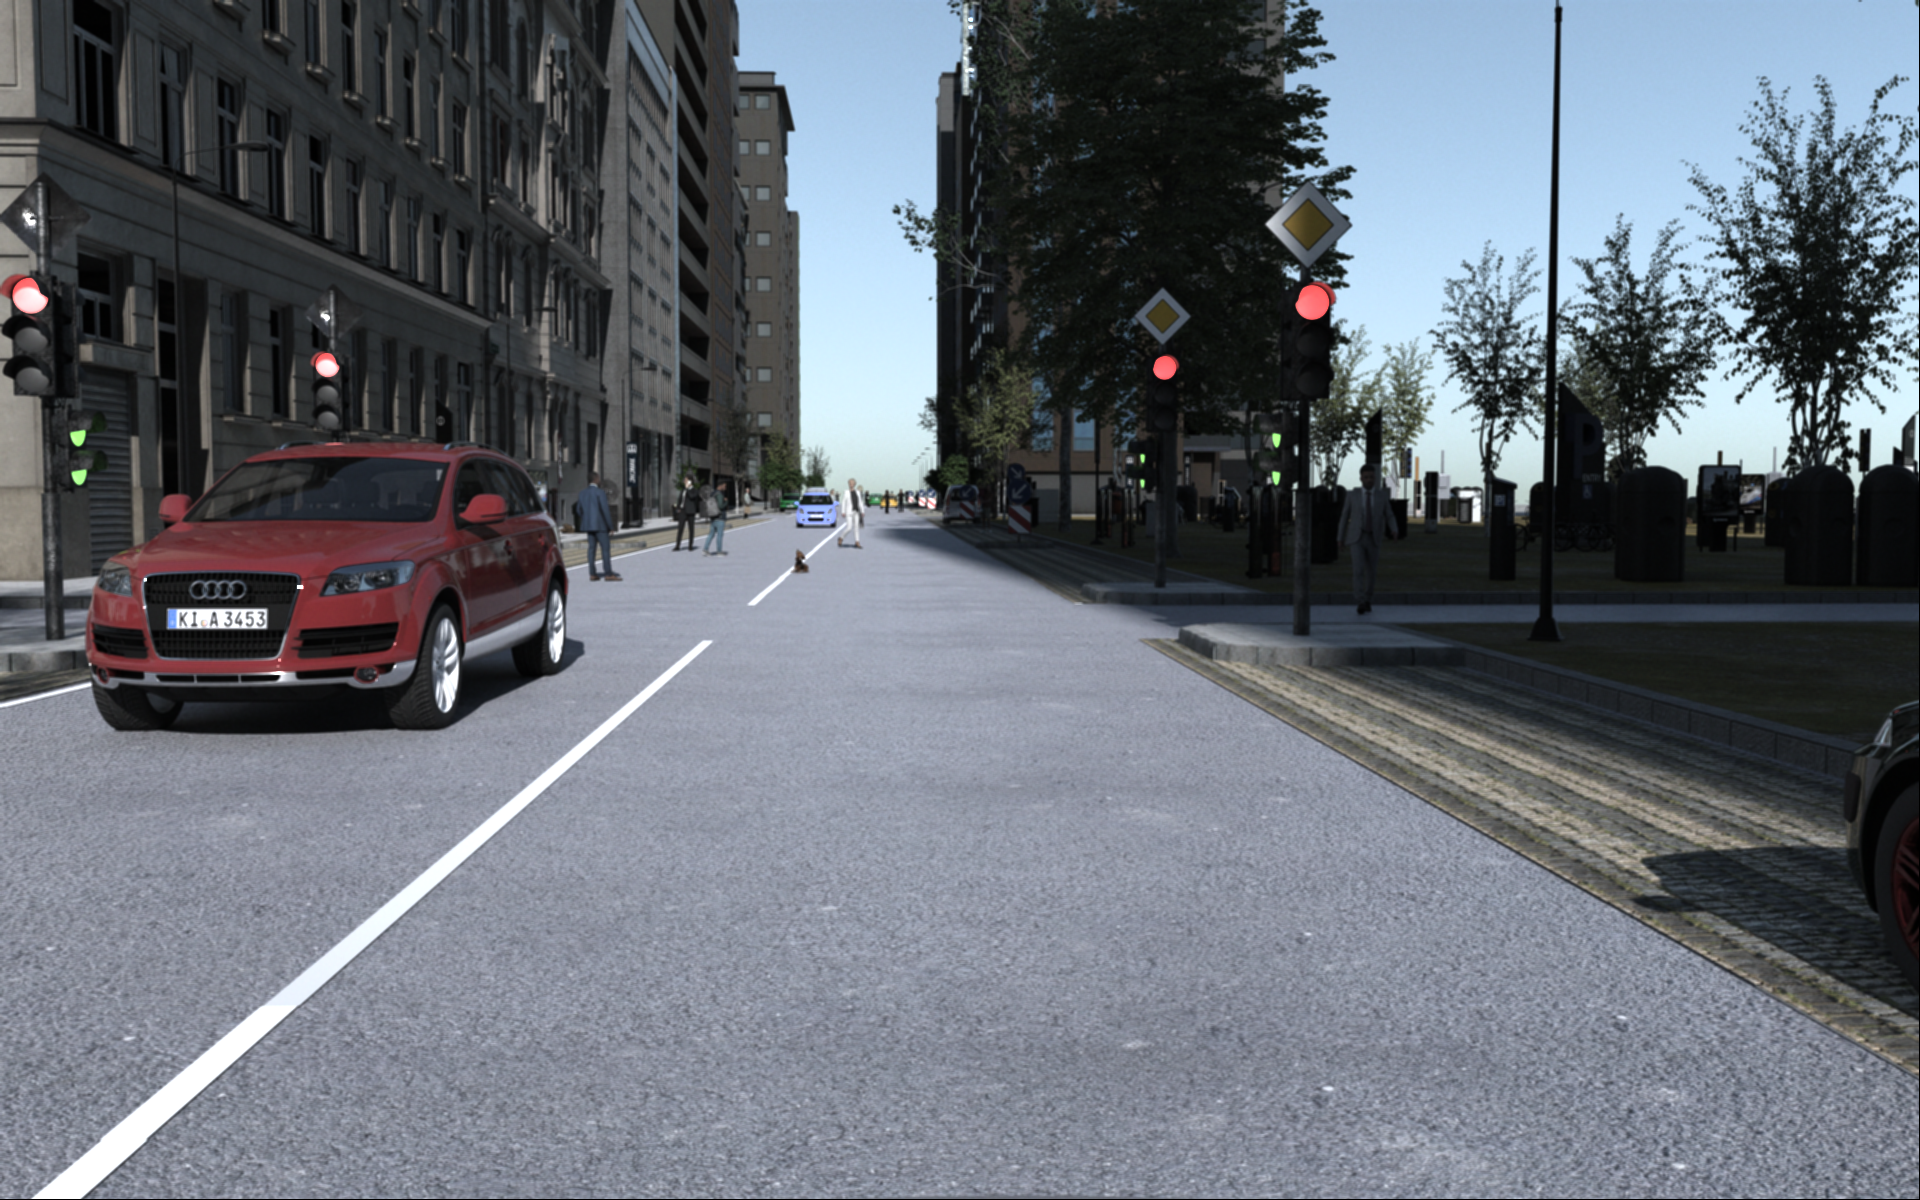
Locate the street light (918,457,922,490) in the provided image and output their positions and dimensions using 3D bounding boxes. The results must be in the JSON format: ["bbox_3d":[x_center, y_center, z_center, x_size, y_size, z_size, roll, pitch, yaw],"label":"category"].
[{"bbox_3d":[-3.755,-13.763,197.566,1.470,5.913,1.316,0,4,-3],"label":"street light"}]

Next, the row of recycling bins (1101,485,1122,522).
[{"bbox_3d":[6.985,-4.462,80.068,1.069,1.692,3.534,1,4,9],"label":"row of recycling bins"}]

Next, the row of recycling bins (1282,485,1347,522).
[{"bbox_3d":[16.119,-4.424,79.449,3.534,1.692,1.069,3,4,39],"label":"row of recycling bins"}]

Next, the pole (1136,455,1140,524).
[{"bbox_3d":[7.619,-4.904,74.028,0.158,3.312,0.155,0,3,0],"label":"pole"}]

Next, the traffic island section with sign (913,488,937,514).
[{"bbox_3d":[-2.164,-7.032,123.596,1.989,1.847,2.006,0,4,-3],"label":"traffic island section with sign"}]

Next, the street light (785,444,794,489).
[{"bbox_3d":[-16.094,-11.548,161.347,1.470,5.913,1.316,0,4,-3],"label":"street light"}]

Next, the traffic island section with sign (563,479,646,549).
[{"bbox_3d":[-9.427,-2.294,46.134,1.989,1.847,2.006,0,4,-3],"label":"traffic island section with sign"}]

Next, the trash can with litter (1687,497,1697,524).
[{"bbox_3d":[31.205,-3.822,73.871,0.624,1.170,1.055,3,5,39],"label":"trash can with litter"}]

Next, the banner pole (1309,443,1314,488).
[{"bbox_3d":[16.992,-5.768,84.321,0.401,3.779,0.863,-3,4,-37],"label":"banner pole"}]

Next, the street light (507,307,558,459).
[{"bbox_3d":[-10.656,-4.313,43.066,1.470,5.913,1.316,0,4,-3],"label":"street light"}]

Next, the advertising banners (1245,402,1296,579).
[{"bbox_3d":[4.890,-1.880,26.920,0.090,3.025,2.074,2,4,32],"label":"advertising banners"}]

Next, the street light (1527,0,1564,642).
[{"bbox_3d":[4.612,-2.599,15.042,1.470,5.913,1.316,0,4,-3],"label":"street light"}]

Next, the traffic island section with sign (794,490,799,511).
[{"bbox_3d":[-14.165,-8.595,149.161,1.989,1.847,2.006,0,4,-3],"label":"traffic island section with sign"}]

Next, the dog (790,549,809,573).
[{"bbox_3d":[-3.001,-0.709,31.781,0.550,0.427,0.748,2,4,26],"label":"dog"}]

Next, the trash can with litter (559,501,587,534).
[{"bbox_3d":[-12.527,-2.764,56.575,0.624,1.170,1.055,3,4,38],"label":"trash can with litter"}]

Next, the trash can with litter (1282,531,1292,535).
[{"bbox_3d":[9.809,-2.633,54.107,1.678,1.210,2.233,1,4,14],"label":"trash can with litter"}]

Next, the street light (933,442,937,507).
[{"bbox_3d":[-1.748,-11.142,154.708,1.470,5.913,1.316,0,4,-3],"label":"street light"}]

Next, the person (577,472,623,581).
[{"bbox_3d":[-5.987,-1.218,28.595,0.721,1.800,0.419,1,4,20],"label":"person"}]

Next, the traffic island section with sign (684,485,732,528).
[{"bbox_3d":[-10.654,-3.941,73.062,1.989,1.847,2.006,0,4,-3],"label":"traffic island section with sign"}]

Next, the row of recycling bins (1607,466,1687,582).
[{"bbox_3d":[10.657,-1.200,26.740,1.069,1.692,3.534,1,4,22],"label":"row of recycling bins"}]

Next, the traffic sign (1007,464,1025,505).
[{"bbox_3d":[2.355,-4.429,72.512,0.768,2.556,0.104,0,4,1],"label":"traffic sign"}]

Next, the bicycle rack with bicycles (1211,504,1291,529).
[{"bbox_3d":[11.001,-3.171,65.230,2.925,0.926,2.852,1,4,12],"label":"bicycle rack with bicycles"}]

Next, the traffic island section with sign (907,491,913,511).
[{"bbox_3d":[-3.406,-8.685,150.621,1.989,1.847,2.006,0,4,-3],"label":"traffic island section with sign"}]

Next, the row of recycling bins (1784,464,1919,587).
[{"bbox_3d":[13.451,-1.041,24.128,3.534,1.692,1.069,1,4,11],"label":"row of recycling bins"}]

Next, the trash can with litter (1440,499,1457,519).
[{"bbox_3d":[25.458,-4.821,89.887,2.233,1.210,1.678,2,4,30],"label":"trash can with litter"}]

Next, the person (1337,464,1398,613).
[{"bbox_3d":[4.904,-0.740,20.878,0.678,1.792,0.850,0,4,5],"label":"person"}]

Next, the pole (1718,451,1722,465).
[{"bbox_3d":[35.890,-5.384,81.866,0.158,3.312,0.155,0,3,0],"label":"pole"}]

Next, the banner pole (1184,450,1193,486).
[{"bbox_3d":[12.925,-6.585,97.685,0.401,3.779,0.863,-2,4,-34],"label":"banner pole"}]

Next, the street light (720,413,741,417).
[{"bbox_3d":[-13.280,-7.760,99.422,1.470,5.913,1.316,0,4,-3],"label":"street light"}]

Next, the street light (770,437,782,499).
[{"bbox_3d":[-15.325,-10.317,141.221,1.470,5.913,1.316,0,4,-3],"label":"street light"}]

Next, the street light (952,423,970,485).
[{"bbox_3d":[0.039,-8.655,114.047,1.470,5.913,1.316,0,4,-3],"label":"street light"}]

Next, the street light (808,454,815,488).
[{"bbox_3d":[-18.090,-14.071,202.595,1.470,5.913,1.316,0,4,-3],"label":"street light"}]

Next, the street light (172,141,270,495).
[{"bbox_3d":[-9.790,-3.083,22.945,1.470,5.913,1.316,0,4,-3],"label":"street light"}]

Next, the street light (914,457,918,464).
[{"bbox_3d":[-4.736,-15.017,218.075,1.470,5.913,1.316,0,4,-3],"label":"street light"}]

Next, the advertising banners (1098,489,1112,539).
[{"bbox_3d":[4.346,-3.329,50.612,0.090,3.025,2.074,1,4,20],"label":"advertising banners"}]

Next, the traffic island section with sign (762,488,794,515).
[{"bbox_3d":[-12.900,-6.912,121.639,1.989,1.847,2.006,0,4,-3],"label":"traffic island section with sign"}]

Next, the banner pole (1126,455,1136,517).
[{"bbox_3d":[9.732,-6.586,97.697,0.863,3.779,0.401,0,4,-5],"label":"banner pole"}]

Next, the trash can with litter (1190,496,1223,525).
[{"bbox_3d":[10.697,-3.797,73.139,1.678,1.210,2.233,-1,4,-14],"label":"trash can with litter"}]

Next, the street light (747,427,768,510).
[{"bbox_3d":[-14.237,-9.061,120.681,1.470,5.913,1.316,0,4,-3],"label":"street light"}]

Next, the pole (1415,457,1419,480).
[{"bbox_3d":[25.112,-6.199,95.203,0.158,3.312,0.155,0,3,0],"label":"pole"}]

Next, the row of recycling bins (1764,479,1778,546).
[{"bbox_3d":[20.098,-2.095,41.366,1.069,1.692,3.534,1,4,12],"label":"row of recycling bins"}]

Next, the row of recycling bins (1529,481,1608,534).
[{"bbox_3d":[20.135,-3.040,56.817,1.069,1.692,3.534,-2,4,-27],"label":"row of recycling bins"}]

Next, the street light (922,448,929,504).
[{"bbox_3d":[-2.845,-12.398,175.241,1.470,5.913,1.316,0,4,-3],"label":"street light"}]

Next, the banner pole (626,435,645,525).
[{"bbox_3d":[-13.641,-5.072,72.944,0.863,3.779,0.401,-1,4,-20],"label":"banner pole"}]

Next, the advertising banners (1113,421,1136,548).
[{"bbox_3d":[3.951,-2.762,41.339,0.090,3.025,2.074,1,4,17],"label":"advertising banners"}]

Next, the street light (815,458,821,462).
[{"bbox_3d":[-19.010,-15.330,223.185,1.470,5.913,1.316,0,4,-3],"label":"street light"}]

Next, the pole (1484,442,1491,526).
[{"bbox_3d":[20.865,-4.565,68.480,0.158,3.312,0.155,0,3,0],"label":"pole"}]

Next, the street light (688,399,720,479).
[{"bbox_3d":[-12.660,-6.842,84.412,1.470,5.913,1.316,0,4,-3],"label":"street light"}]

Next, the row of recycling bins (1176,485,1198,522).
[{"bbox_3d":[10.376,-4.605,82.399,1.069,1.692,3.534,-1,4,-11],"label":"row of recycling bins"}]

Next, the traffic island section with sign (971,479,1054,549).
[{"bbox_3d":[1.410,-2.290,46.076,1.989,1.847,2.006,0,4,-3],"label":"traffic island section with sign"}]

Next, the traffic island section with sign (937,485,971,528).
[{"bbox_3d":[0.149,-3.959,73.361,1.989,1.847,2.006,0,4,-3],"label":"traffic island section with sign"}]

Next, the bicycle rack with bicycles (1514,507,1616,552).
[{"bbox_3d":[14.043,-1.574,39.113,2.925,0.926,2.852,3,4,36],"label":"bicycle rack with bicycles"}]

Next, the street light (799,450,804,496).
[{"bbox_3d":[-17.133,-12.840,182.478,1.470,5.913,1.316,0,4,-3],"label":"street light"}]

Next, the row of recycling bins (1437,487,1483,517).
[{"bbox_3d":[28.370,-5.558,97.985,3.534,1.692,1.069,-3,4,-36],"label":"row of recycling bins"}]

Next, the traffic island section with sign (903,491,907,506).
[{"bbox_3d":[-5.954,-12.081,206.154,1.989,1.847,2.006,0,4,-3],"label":"traffic island section with sign"}]

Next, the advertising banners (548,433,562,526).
[{"bbox_3d":[-11.444,-3.218,48.794,0.090,3.025,2.074,0,4,1],"label":"advertising banners"}]

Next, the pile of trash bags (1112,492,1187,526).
[{"bbox_3d":[7.739,-3.772,71.429,3.447,1.369,1.912,2,4,26],"label":"pile of trash bags"}]

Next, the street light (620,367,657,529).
[{"bbox_3d":[-11.783,-5.562,63.486,1.470,5.913,1.316,0,4,-3],"label":"street light"}]

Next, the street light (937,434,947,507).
[{"bbox_3d":[-0.841,-9.893,134.289,1.470,5.913,1.316,0,4,-3],"label":"street light"}]

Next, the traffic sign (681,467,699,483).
[{"bbox_3d":[-12.950,-5.083,83.105,0.884,2.594,0.081,0,4,-1],"label":"traffic sign"}]
